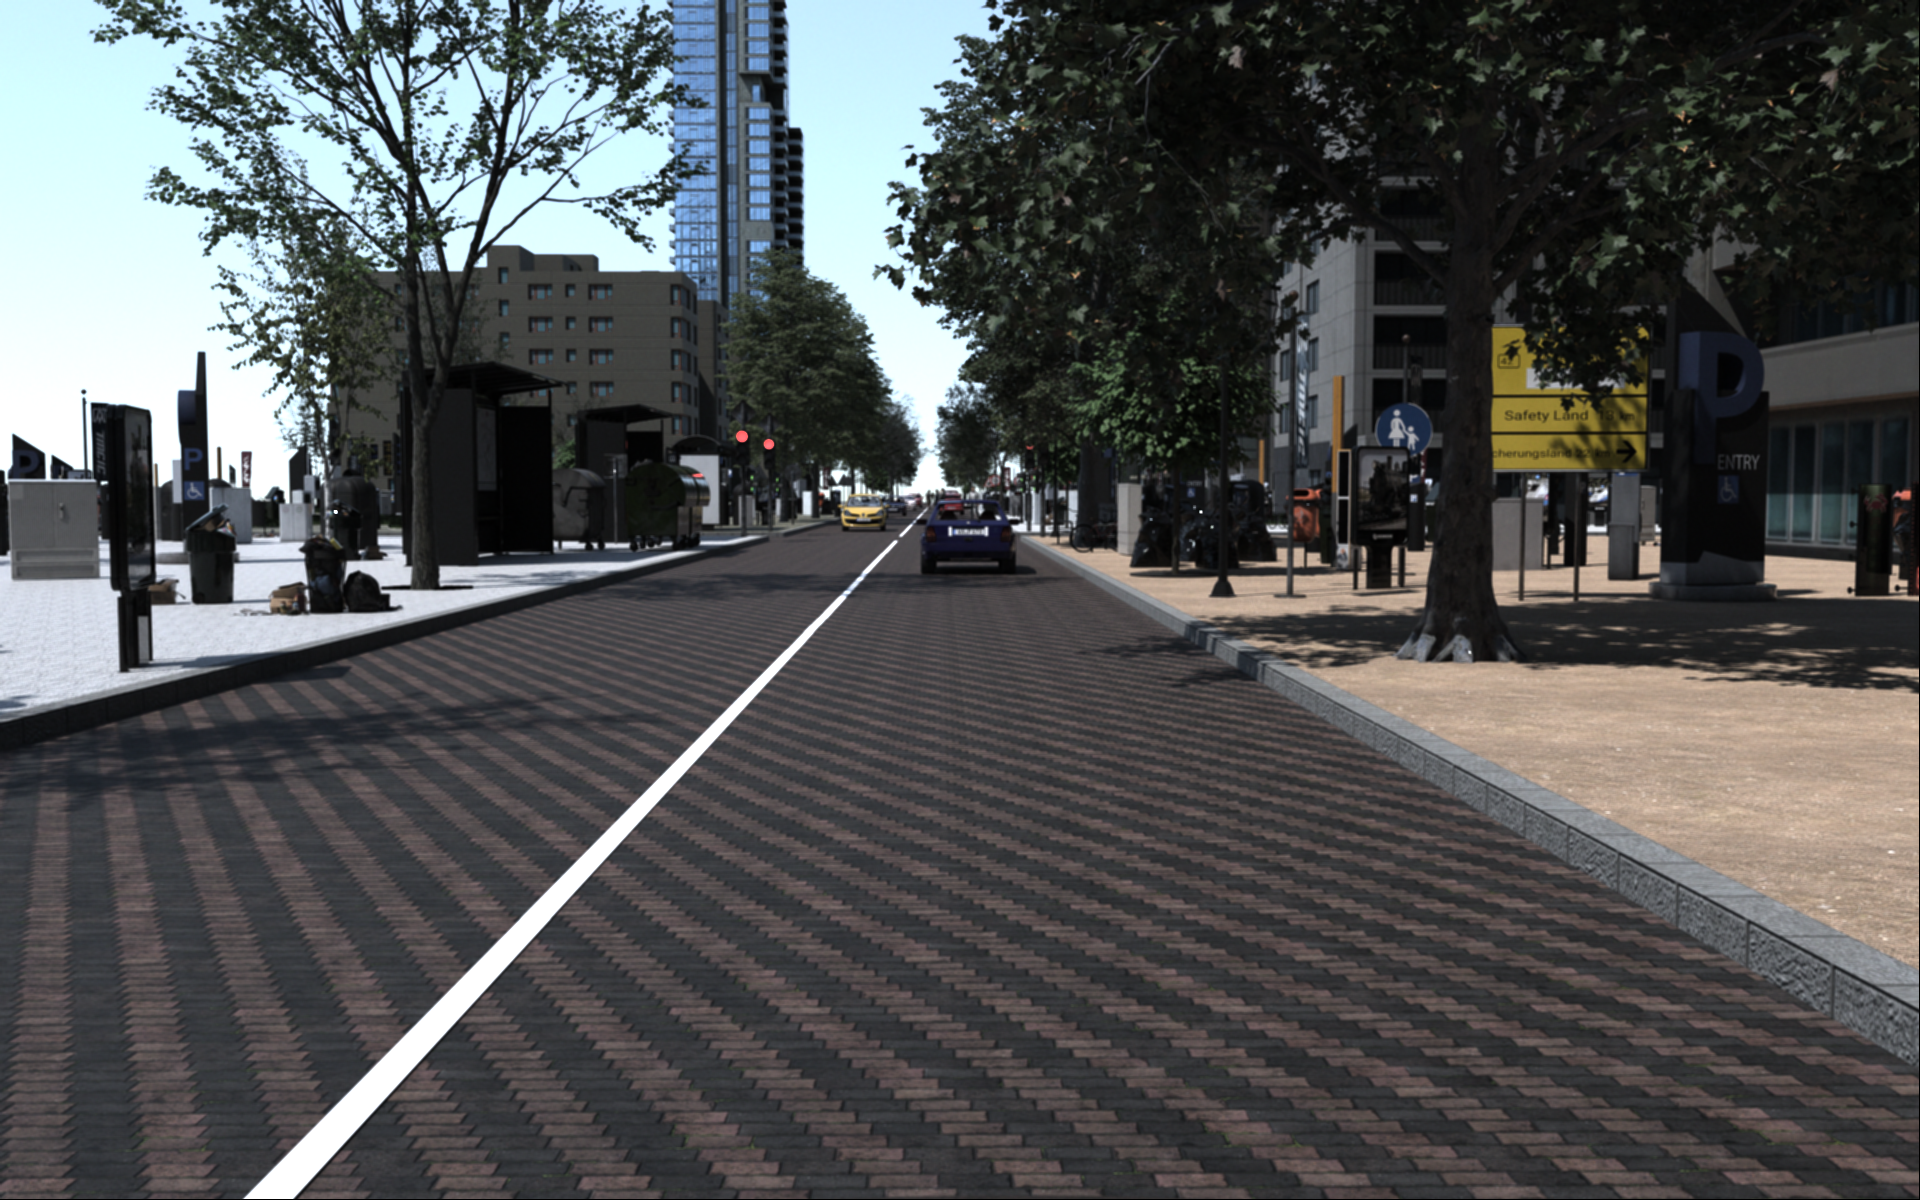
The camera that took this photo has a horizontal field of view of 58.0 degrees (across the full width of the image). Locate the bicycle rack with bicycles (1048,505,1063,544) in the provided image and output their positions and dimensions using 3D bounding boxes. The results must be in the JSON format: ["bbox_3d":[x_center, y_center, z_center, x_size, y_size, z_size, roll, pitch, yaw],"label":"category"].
[{"bbox_3d":[3.631,-1.870,43.958,2.852,0.926,2.925,0,4,-7],"label":"bicycle rack with bicycles"}]

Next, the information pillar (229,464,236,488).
[{"bbox_3d":[-56.439,-8.748,134.384,0.504,3.616,0.183,0,4,5],"label":"information pillar"}]

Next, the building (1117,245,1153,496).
[{"bbox_3d":[26.976,-53.037,179.823,22.319,86.520,31.000,0,4,-1],"label":"building"}]

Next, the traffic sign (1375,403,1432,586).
[{"bbox_3d":[6.190,-1.476,24.243,0.768,2.556,0.104,1,4,8],"label":"traffic sign"}]

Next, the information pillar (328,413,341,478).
[{"bbox_3d":[-18.162,-3.608,50.345,0.183,3.616,0.504,1,4,10],"label":"information pillar"}]

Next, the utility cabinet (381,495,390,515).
[{"bbox_3d":[-31.602,-5.109,94.701,0.306,1.237,1.020,1,4,17],"label":"utility cabinet"}]

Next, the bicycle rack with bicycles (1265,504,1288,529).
[{"bbox_3d":[12.400,-3.068,63.548,2.852,0.926,2.925,-1,4,-17],"label":"bicycle rack with bicycles"}]

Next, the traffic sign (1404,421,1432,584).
[{"bbox_3d":[6.341,-1.508,24.765,0.768,2.556,0.104,0,4,6],"label":"traffic sign"}]

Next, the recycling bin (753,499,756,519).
[{"bbox_3d":[-10.773,-4.637,88.367,0.722,1.027,0.722,0,4,-4],"label":"recycling bin"}]

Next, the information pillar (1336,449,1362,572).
[{"bbox_3d":[6.448,-1.478,28.654,0.304,2.012,0.304,-2,4,-33],"label":"information pillar"}]

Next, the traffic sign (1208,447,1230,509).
[{"bbox_3d":[5.110,-2.157,35.366,0.768,2.556,0.104,0,4,6],"label":"traffic sign"}]

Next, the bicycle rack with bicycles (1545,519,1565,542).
[{"bbox_3d":[15.218,-2.033,46.616,2.852,0.926,2.925,-2,4,-29],"label":"bicycle rack with bicycles"}]

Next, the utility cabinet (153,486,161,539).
[{"bbox_3d":[-22.957,-2.475,49.141,1.173,1.500,0.318,3,4,38],"label":"utility cabinet"}]

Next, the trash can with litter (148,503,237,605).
[{"bbox_3d":[-8.987,-0.538,20.186,1.055,1.170,0.624,-1,4,-21],"label":"trash can with litter"}]

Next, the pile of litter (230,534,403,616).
[{"bbox_3d":[-6.988,-0.299,18.854,1.719,0.858,1.176,-1,4,-14],"label":"pile of litter"}]

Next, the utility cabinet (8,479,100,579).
[{"bbox_3d":[-13.622,-1.062,26.047,1.173,1.500,0.318,-2,4,-31],"label":"utility cabinet"}]

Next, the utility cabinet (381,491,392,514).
[{"bbox_3d":[-35.564,-6.036,107.373,0.318,1.500,1.173,3,5,39],"label":"utility cabinet"}]

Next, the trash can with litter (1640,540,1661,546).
[{"bbox_3d":[17.600,-1.940,42.775,2.233,1.210,1.678,2,4,24],"label":"trash can with litter"}]

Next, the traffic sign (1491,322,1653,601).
[{"bbox_3d":[7.057,-1.638,20.653,2.265,3.308,0.079,0,4,4],"label":"traffic sign"}]

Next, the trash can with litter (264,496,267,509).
[{"bbox_3d":[-40.096,-5.488,101.111,1.055,1.170,0.624,1,4,23],"label":"trash can with litter"}]

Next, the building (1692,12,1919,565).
[{"bbox_3d":[26.596,-24.603,25.959,21.300,48.544,21.600,0,4,-1],"label":"building"}]

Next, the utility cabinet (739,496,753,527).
[{"bbox_3d":[-8.460,-3.498,68.360,0.306,1.237,1.020,-1,4,-23],"label":"utility cabinet"}]

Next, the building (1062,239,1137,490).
[{"bbox_3d":[26.678,-38.928,256.086,23.786,49.044,30.456,0,4,-1],"label":"building"}]

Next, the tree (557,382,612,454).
[{"bbox_3d":[-24.368,-9.874,111.806,4.360,8.622,3.978,0,3,0],"label":"tree"}]

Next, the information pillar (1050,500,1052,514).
[{"bbox_3d":[5.637,-6.147,104.996,0.304,2.012,0.304,2,4,26],"label":"information pillar"}]

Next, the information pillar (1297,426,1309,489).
[{"bbox_3d":[9.899,-3.589,50.043,0.504,3.616,0.183,-3,5,-43],"label":"information pillar"}]

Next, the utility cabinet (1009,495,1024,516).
[{"bbox_3d":[3.420,-5.552,101.933,1.020,1.237,0.306,-1,4,-22],"label":"utility cabinet"}]

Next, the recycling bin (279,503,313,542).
[{"bbox_3d":[-17.928,-2.093,46.779,0.722,1.027,0.722,-1,4,-10],"label":"recycling bin"}]

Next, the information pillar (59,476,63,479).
[{"bbox_3d":[-35.635,-3.942,68.942,0.304,2.012,0.304,-3,5,-44],"label":"information pillar"}]

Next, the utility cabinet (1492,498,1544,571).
[{"bbox_3d":[9.273,-1.096,29.085,1.020,1.237,0.306,-1,4,-17],"label":"utility cabinet"}]

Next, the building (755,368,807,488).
[{"bbox_3d":[-36.582,-24.561,246.603,27.650,21.520,28.899,0,4,-1],"label":"building"}]

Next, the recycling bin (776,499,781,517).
[{"bbox_3d":[-10.001,-5.245,98.303,0.722,1.027,0.722,-2,4,-24],"label":"recycling bin"}]

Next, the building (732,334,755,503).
[{"bbox_3d":[-36.737,-20.345,177.688,27.650,21.520,28.899,0,4,-1],"label":"building"}]

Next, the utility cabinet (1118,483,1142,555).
[{"bbox_3d":[3.581,-1.697,36.425,0.318,1.500,1.173,0,4,-5],"label":"utility cabinet"}]

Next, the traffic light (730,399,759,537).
[{"bbox_3d":[-6.412,-3.822,51.406,0.839,4.253,0.868,0,4,-1],"label":"traffic light"}]

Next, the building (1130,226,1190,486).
[{"bbox_3d":[27.148,-30.328,150.489,22.147,44.769,28.867,0,4,-1],"label":"building"}]

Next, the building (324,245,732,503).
[{"bbox_3d":[-35.482,-18.582,148.848,27.650,21.520,28.899,0,4,-1],"label":"building"}]

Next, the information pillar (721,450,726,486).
[{"bbox_3d":[-11.829,-5.777,85.814,0.504,3.616,0.183,0,4,2],"label":"information pillar"}]

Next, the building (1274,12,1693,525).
[{"bbox_3d":[27.036,-39.268,80.281,20.611,71.187,20.563,0,4,-1],"label":"building"}]

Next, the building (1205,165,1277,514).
[{"bbox_3d":[22.216,-20.888,113.215,14.160,30.474,14.107,0,4,-1],"label":"building"}]

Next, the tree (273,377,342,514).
[{"bbox_3d":[-39.743,-9.526,106.106,4.360,8.622,3.978,0,3,0],"label":"tree"}]

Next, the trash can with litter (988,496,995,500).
[{"bbox_3d":[2.245,-6.009,109.638,1.055,1.170,0.624,3,5,43],"label":"trash can with litter"}]

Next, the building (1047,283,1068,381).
[{"bbox_3d":[24.630,-40.304,282.667,21.300,48.544,21.600,0,4,-1],"label":"building"}]

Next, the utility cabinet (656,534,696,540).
[{"bbox_3d":[-7.855,-2.393,47.808,0.318,1.500,1.173,3,5,41],"label":"utility cabinet"}]

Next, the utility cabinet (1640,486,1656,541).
[{"bbox_3d":[18.316,-2.341,46.947,1.173,1.500,0.318,-2,4,-24],"label":"utility cabinet"}]

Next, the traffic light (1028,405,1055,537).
[{"bbox_3d":[2.448,-3.829,51.519,0.839,4.253,0.868,0,4,-1],"label":"traffic light"}]

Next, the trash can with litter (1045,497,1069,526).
[{"bbox_3d":[3.850,-3.618,70.547,1.055,1.170,0.624,-1,4,-22],"label":"trash can with litter"}]

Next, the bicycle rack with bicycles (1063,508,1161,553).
[{"bbox_3d":[4.106,-1.546,38.663,2.925,0.926,2.852,1,4,16],"label":"bicycle rack with bicycles"}]

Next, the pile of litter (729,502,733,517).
[{"bbox_3d":[-12.610,-5.103,97.399,1.176,0.858,1.719,0,4,4],"label":"pile of litter"}]

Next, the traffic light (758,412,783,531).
[{"bbox_3d":[-6.500,-4.310,59.391,0.839,4.253,0.868,0,4,-1],"label":"traffic light"}]

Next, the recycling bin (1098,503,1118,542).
[{"bbox_3d":[3.869,-2.076,46.499,0.722,1.027,0.722,0,4,8],"label":"recycling bin"}]

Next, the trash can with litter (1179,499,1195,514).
[{"bbox_3d":[11.014,-4.515,85.208,0.624,1.170,1.055,3,5,40],"label":"trash can with litter"}]

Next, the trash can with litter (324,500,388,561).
[{"bbox_3d":[-11.685,-1.353,33.517,0.624,1.170,1.055,3,5,43],"label":"trash can with litter"}]

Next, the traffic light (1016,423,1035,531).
[{"bbox_3d":[2.361,-4.317,59.504,0.839,4.253,0.868,0,4,-1],"label":"traffic light"}]

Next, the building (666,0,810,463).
[{"bbox_3d":[-34.833,-58.883,275.414,22.319,86.520,31.000,0,4,-1],"label":"building"}]

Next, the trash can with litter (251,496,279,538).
[{"bbox_3d":[-21.269,-2.467,51.393,2.233,1.210,1.678,0,4,-5],"label":"trash can with litter"}]

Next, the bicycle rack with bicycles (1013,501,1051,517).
[{"bbox_3d":[4.037,-5.101,96.791,2.852,0.926,2.925,0,4,4],"label":"bicycle rack with bicycles"}]
